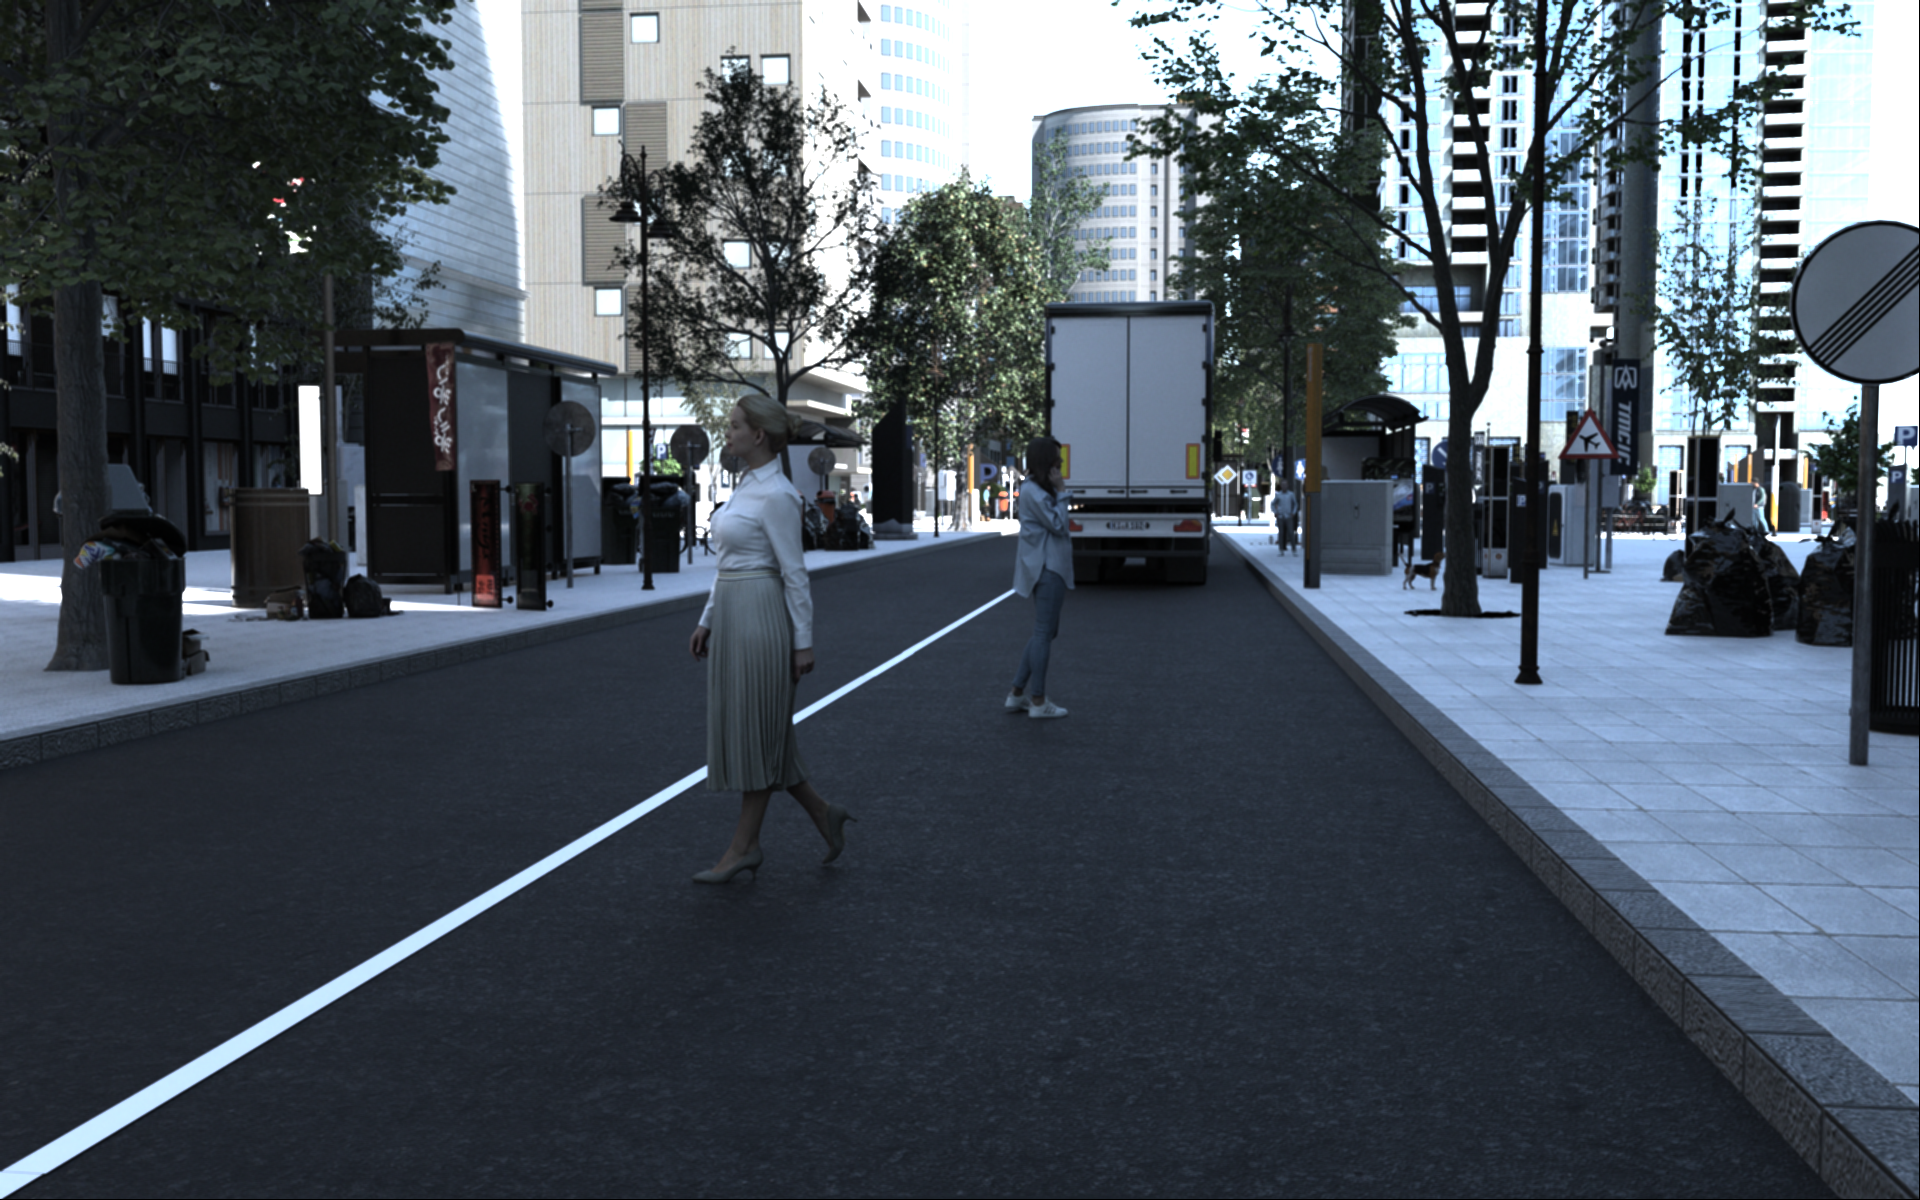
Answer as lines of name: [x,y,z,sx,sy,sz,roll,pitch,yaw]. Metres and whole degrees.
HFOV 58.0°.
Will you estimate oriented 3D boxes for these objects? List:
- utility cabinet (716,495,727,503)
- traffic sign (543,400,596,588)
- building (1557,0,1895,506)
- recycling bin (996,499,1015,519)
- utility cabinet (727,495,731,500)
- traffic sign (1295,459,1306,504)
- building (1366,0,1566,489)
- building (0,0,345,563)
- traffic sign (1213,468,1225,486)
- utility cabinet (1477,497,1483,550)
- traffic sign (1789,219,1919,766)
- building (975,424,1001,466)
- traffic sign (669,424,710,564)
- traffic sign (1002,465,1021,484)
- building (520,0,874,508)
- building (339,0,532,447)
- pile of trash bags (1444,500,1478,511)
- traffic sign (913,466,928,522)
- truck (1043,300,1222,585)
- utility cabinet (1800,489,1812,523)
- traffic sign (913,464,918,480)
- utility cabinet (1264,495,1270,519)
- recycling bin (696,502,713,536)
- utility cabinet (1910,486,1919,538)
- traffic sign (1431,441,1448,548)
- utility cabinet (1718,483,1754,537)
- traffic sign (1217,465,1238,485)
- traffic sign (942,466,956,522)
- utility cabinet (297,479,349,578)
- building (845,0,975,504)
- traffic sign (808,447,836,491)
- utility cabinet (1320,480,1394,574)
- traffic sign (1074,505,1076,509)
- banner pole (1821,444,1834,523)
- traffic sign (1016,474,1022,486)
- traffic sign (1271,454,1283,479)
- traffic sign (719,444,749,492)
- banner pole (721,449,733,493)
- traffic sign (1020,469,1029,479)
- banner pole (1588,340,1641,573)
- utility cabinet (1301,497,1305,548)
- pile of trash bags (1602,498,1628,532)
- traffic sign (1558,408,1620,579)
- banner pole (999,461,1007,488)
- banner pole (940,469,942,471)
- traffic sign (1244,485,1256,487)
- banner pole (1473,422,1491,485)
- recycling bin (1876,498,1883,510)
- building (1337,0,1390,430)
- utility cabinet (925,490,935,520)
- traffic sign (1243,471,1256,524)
utility cabinet: [-12.152,-4.689,87.822,0.306,1.237,1.020,0,4,-1]
traffic sign: [-5.334,-1.438,23.615,0.768,2.556,0.104,1,4,11]
building: [85.881,-53.781,191.998,31.000,86.520,22.319,0,4,7]
recycling bin: [2.294,-4.625,88.173,0.722,1.027,0.722,-2,4,-35]
utility cabinet: [-12.477,-5.047,93.686,0.306,1.237,1.020,3,5,43]
traffic sign: [12.421,-3.838,62.861,0.768,2.556,0.104,1,4,10]
building: [50.164,-52.505,171.127,22.319,86.520,31.000,0,4,7]
building: [-23.189,-12.730,37.813,12.332,23.373,15.834,0,4,7]
traffic sign: [11.567,-4.531,76.267,0.795,2.593,0.064,0,4,7]
utility cabinet: [12.405,-1.764,40.008,1.020,1.237,0.306,-2,4,-32]
traffic sign: [4.266,-0.492,8.143,0.768,2.556,0.104,1,4,9]
building: [-11.699,-54.540,204.396,31.000,86.520,22.319,0,4,7]
traffic sign: [-4.948,-1.931,31.673,0.768,2.556,0.104,1,4,9]
traffic sign: [2.045,-4.113,69.435,0.795,2.593,0.064,0,4,7]
building: [-20.937,-32.286,117.120,28.713,52.752,27.495,0,4,7]
building: [-29.638,-16.860,53.156,29.804,29.767,11.434,0,4,7]
pile of trash bags: [18.519,-3.318,64.009,3.447,1.369,1.912,-3,4,-36]
traffic sign: [-1.854,-4.811,78.761,0.768,2.556,0.104,0,4,8]
truck: [3.250,-2.562,30.797,2.839,4.237,11.283,1,4,8]
utility cabinet: [36.448,-4.081,75.397,0.318,1.500,1.173,-3,5,-40]
traffic sign: [-2.080,-4.263,69.812,0.768,2.556,0.104,1,4,17]
utility cabinet: [15.729,-4.735,88.585,0.306,1.237,1.020,0,4,5]
recycling bin: [-7.977,-2.477,53.049,0.722,1.027,0.722,0,4,3]
utility cabinet: [24.926,-2.232,45.177,0.318,1.500,1.173,-1,4,-20]
traffic sign: [11.659,-2.532,41.502,0.768,2.556,0.104,1,4,9]
utility cabinet: [15.229,-1.593,34.716,1.173,1.500,0.318,1,4,8]
traffic sign: [10.569,-4.046,68.344,0.795,2.593,0.064,0,4,7]
traffic sign: [-0.503,-4.783,78.310,0.768,2.556,0.104,1,4,12]
utility cabinet: [-9.382,-1.030,25.512,0.318,1.500,1.173,0,4,1]
building: [-10.595,-38.343,168.899,21.231,58.520,28.212,0,4,7]
traffic sign: [-3.721,-2.844,46.613,0.768,2.556,0.104,0,4,7]
utility cabinet: [6.293,-1.160,27.649,1.173,1.500,0.318,3,4,37]
traffic sign: [7.794,-7.167,117.288,0.768,2.556,0.104,1,4,9]
banner pole: [38.065,-5.255,75.929,0.401,3.779,0.863,-2,4,-29]
traffic sign: [3.934,-6.749,110.448,0.768,2.556,0.104,1,4,11]
traffic sign: [10.314,-3.376,55.299,0.768,2.556,0.104,1,4,16]
traffic sign: [-5.496,-2.577,42.232,0.768,2.556,0.104,0,4,8]
banner pole: [-11.258,-5.763,84.239,0.863,3.779,0.401,-2,4,-33]
traffic sign: [3.043,-4.597,77.357,0.795,2.593,0.064,0,4,7]
banner pole: [10.661,-2.336,28.208,0.863,3.779,0.401,0,4,-3]
utility cabinet: [8.611,-1.827,41.035,1.020,1.237,0.306,1,4,9]
pile of trash bags: [23.727,-2.998,58.769,3.447,1.369,1.912,-1,4,-8]
traffic sign: [9.477,-1.599,26.152,0.884,2.594,0.081,1,4,11]
banner pole: [3.260,-8.740,132.920,0.863,3.779,0.401,-3,5,-40]
banner pole: [-1.313,-8.542,129.686,0.401,3.779,0.863,2,4,31]
traffic sign: [20.722,-7.562,123.643,0.884,2.594,0.081,1,4,13]
banner pole: [18.312,-4.323,60.703,0.401,3.779,0.863,-2,4,-33]
recycling bin: [58.217,-5.981,110.336,0.722,1.027,0.722,-1,4,-15]
building: [52.352,-46.457,197.819,20.563,71.187,20.611,0,4,7]
utility cabinet: [-1.614,-4.642,84.582,0.318,1.500,1.173,-2,4,-33]
traffic sign: [12.579,-4.477,75.325,0.606,2.300,0.079,0,4,8]
